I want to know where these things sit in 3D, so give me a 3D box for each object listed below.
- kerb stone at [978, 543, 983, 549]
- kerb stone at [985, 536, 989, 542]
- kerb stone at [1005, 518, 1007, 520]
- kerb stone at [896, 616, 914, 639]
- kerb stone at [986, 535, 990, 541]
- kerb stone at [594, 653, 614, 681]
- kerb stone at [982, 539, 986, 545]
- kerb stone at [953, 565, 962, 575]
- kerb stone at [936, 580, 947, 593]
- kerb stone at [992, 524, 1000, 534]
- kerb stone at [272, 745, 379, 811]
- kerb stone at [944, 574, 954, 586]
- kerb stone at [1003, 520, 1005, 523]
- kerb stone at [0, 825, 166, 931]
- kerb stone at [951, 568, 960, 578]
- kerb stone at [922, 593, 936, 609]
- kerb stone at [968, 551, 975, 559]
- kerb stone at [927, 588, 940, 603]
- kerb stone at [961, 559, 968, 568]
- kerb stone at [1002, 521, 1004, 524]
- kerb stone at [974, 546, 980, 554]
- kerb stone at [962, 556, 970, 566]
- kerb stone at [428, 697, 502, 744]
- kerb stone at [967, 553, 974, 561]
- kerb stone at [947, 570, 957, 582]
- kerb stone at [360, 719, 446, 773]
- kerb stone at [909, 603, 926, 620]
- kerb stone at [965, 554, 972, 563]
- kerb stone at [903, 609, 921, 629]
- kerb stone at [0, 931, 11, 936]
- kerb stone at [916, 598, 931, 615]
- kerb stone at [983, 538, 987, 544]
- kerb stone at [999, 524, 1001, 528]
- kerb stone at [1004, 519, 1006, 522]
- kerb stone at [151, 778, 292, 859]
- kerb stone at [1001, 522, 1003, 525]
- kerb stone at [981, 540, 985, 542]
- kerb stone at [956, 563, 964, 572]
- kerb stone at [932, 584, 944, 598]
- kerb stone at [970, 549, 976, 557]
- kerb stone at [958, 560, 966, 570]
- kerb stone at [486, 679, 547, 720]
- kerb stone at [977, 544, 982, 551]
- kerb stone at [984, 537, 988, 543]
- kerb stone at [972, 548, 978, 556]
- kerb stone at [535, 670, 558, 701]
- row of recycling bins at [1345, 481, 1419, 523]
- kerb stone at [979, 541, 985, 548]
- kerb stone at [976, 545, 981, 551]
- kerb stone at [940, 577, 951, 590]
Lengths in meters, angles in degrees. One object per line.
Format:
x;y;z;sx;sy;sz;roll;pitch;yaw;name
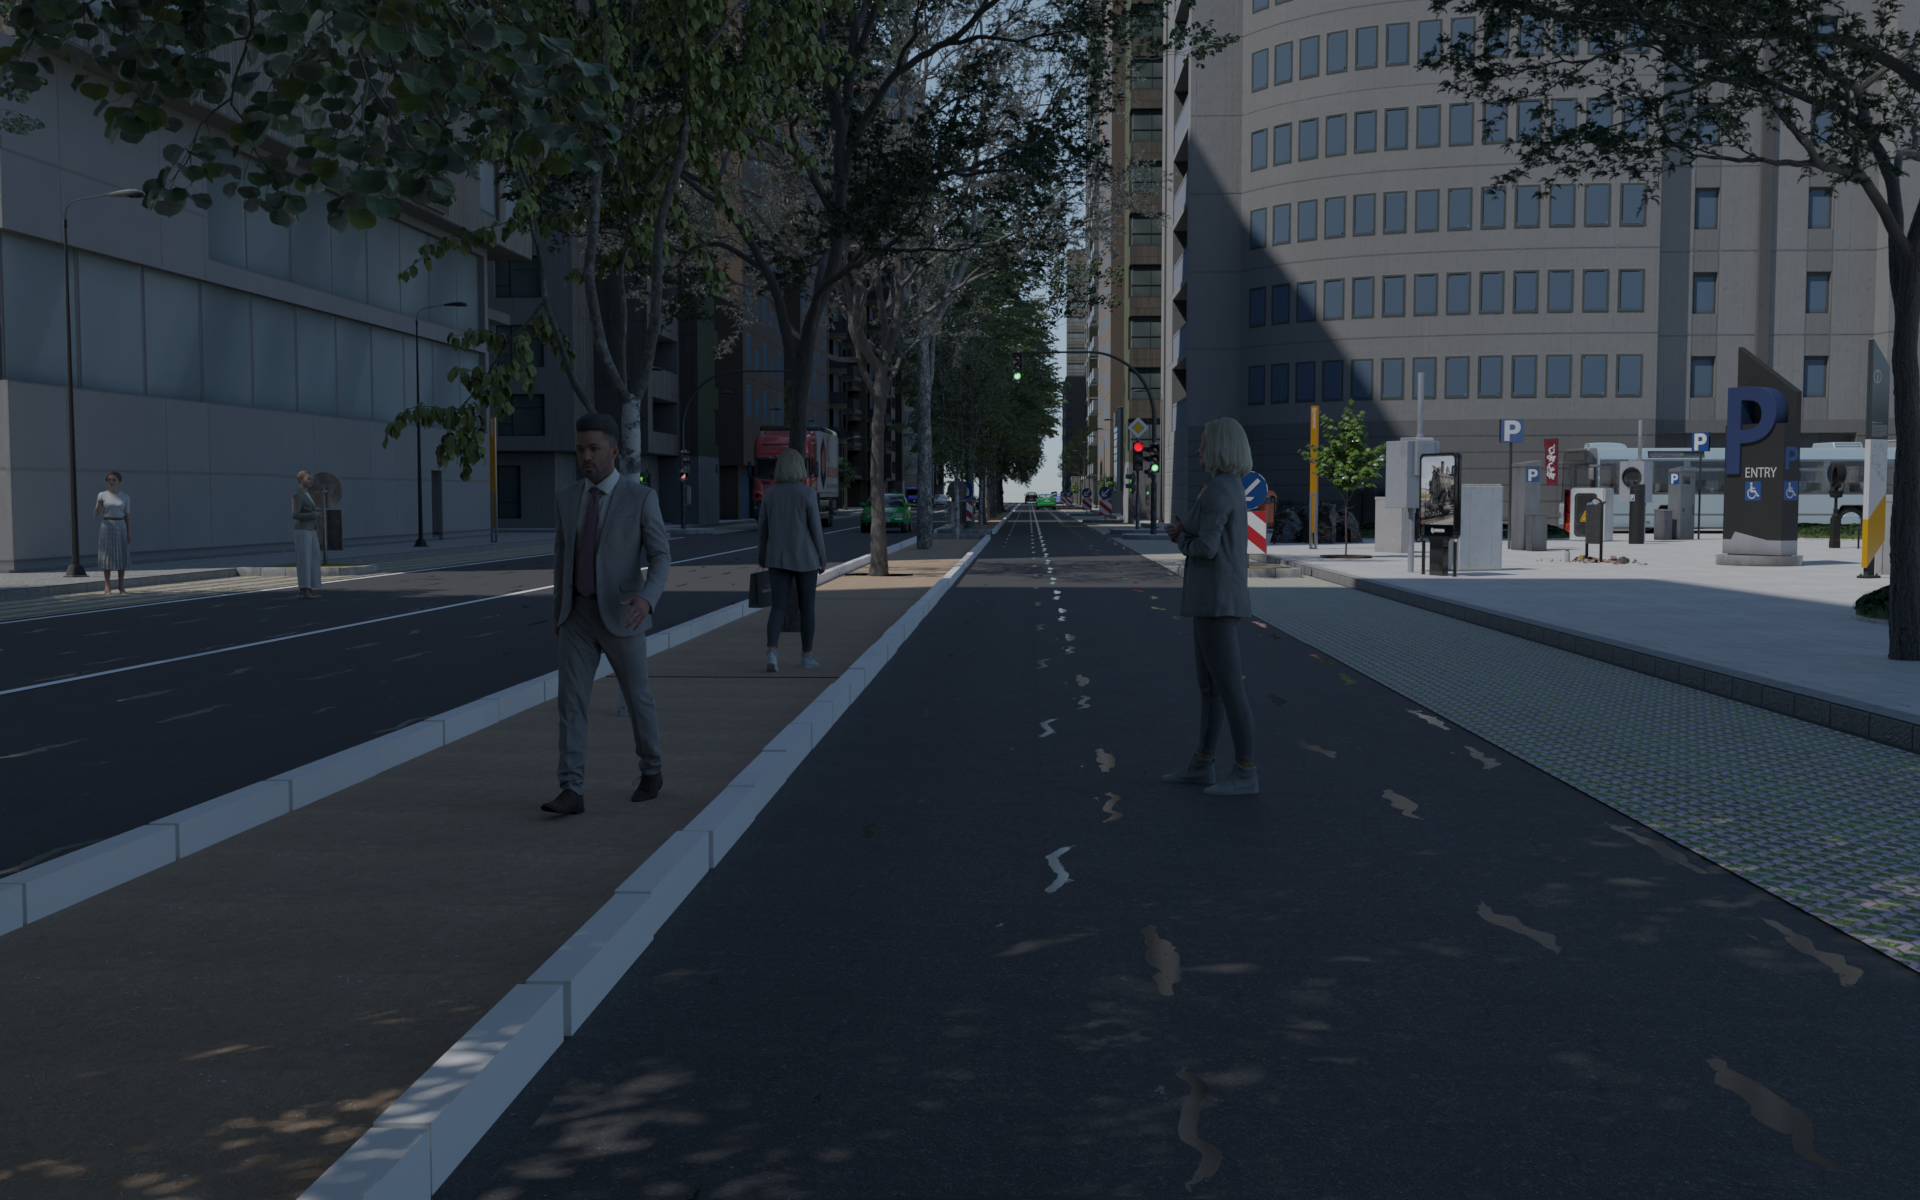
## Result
0.444;-1.274;43.020;0.120;0.150;1.000;0;4;2;kerb stone
0.686;-1.650;49.166;0.120;0.150;1.000;0;4;2;kerb stone
2.086;-3.811;84.522;0.120;0.150;1.000;0;4;2;kerb stone
-0.578;0.294;17.387;0.120;0.150;1.000;0;4;2;kerb stone
0.724;-1.712;50.188;0.120;0.150;1.000;0;4;2;kerb stone
-2.840;0.538;13.404;0.120;0.150;1.000;0;4;2;kerb stone
0.560;-1.461;46.085;0.120;0.150;1.000;0;4;2;kerb stone
-0.091;-0.455;29.703;0.120;0.150;1.000;0;4;2;kerb stone
-0.300;-0.143;24.573;0.120;0.150;1.000;0;4;2;kerb stone
1.400;-2.747;67.101;0.120;0.150;1.000;0;4;2;kerb stone
-3.037;0.851;8.279;0.120;0.150;1.000;0;4;2;kerb stone
-0.210;-0.263;26.619;0.120;0.150;1.000;0;4;2;kerb stone
1.846;-3.437;78.383;0.120;0.150;1.000;0;4;2;kerb stone
-3.125;0.979;6.225;0.120;0.150;1.000;0;4;2;kerb stone
-0.130;-0.393;28.682;0.120;0.150;1.000;0;4;2;kerb stone
-0.414;0.043;21.499;0.120;0.150;1.000;0;4;2;kerb stone
0.195;-0.897;36.869;0.120;0.150;1.000;0;4;2;kerb stone
-0.374;-0.020;22.525;0.120;0.150;1.000;0;4;2;kerb stone
0.024;-0.641;32.770;0.120;0.150;1.000;0;4;2;kerb stone
1.721;-3.246;75.306;0.120;0.150;1.000;0;4;2;kerb stone
0.318;-1.085;39.943;0.120;0.150;1.000;0;4;2;kerb stone
0.073;-0.710;33.797;0.120;0.150;1.000;0;4;2;kerb stone
-2.961;0.726;10.325;0.120;0.150;1.000;0;4;2;kerb stone
0.154;-0.835;35.845;0.120;0.150;1.000;0;4;2;kerb stone
-0.169;-0.333;27.652;0.120;0.150;1.000;0;4;2;kerb stone
-3.005;0.792;9.302;0.120;0.150;1.000;0;4;2;kerb stone
-0.505;0.169;19.433;0.120;0.150;1.000;0;4;2;kerb stone
0.116;-0.772;34.818;0.120;0.150;1.000;0;4;2;kerb stone
-0.538;0.234;18.412;0.120;0.150;1.000;0;4;2;kerb stone
-3.164;1.039;5.202;0.120;0.150;1.000;0;4;2;kerb stone
-0.459;0.109;20.469;0.120;0.150;1.000;0;4;2;kerb stone
0.601;-1.523;47.115;0.120;0.150;1.000;0;4;2;kerb stone
1.437;-2.810;68.131;0.120;0.150;1.000;0;4;2;kerb stone
1.969;-3.625;81.459;0.120;0.150;1.000;0;4;2;kerb stone
-3.084;0.915;7.255;0.120;0.150;1.000;0;4;2;kerb stone
1.640;-3.123;73.260;0.120;0.150;1.000;0;4;2;kerb stone
0.523;-1.399;45.063;0.120;0.150;1.000;0;4;2;kerb stone
-0.050;-0.515;30.725;0.120;0.150;1.000;0;4;2;kerb stone
-0.342;-0.079;23.552;0.120;0.150;1.000;0;4;2;kerb stone
0.230;-0.960;37.891;0.120;0.150;1.000;0;4;2;kerb stone
-0.010;-0.584;31.747;0.120;0.150;1.000;0;4;2;kerb stone
-2.929;0.663;11.362;0.120;0.150;1.000;0;4;2;kerb stone
0.402;-1.210;41.999;0.120;0.150;1.000;0;4;2;kerb stone
0.645;-1.587;48.137;0.120;0.150;1.000;0;4;2;kerb stone
0.281;-1.022;38.912;0.120;0.150;1.000;0;4;2;kerb stone
-2.884;0.601;12.383;0.120;0.150;1.000;0;4;2;kerb stone
13.340;-2.851;53.720;1.069;1.692;3.534;-2;4;-34;row of recycling bins
0.493;-1.336;44.041;0.120;0.150;1.000;0;4;2;kerb stone
0.356;-1.148;40.969;0.120;0.150;1.000;0;4;2;kerb stone
-0.260;-0.208;25.597;0.120;0.150;1.000;0;4;2;kerb stone
